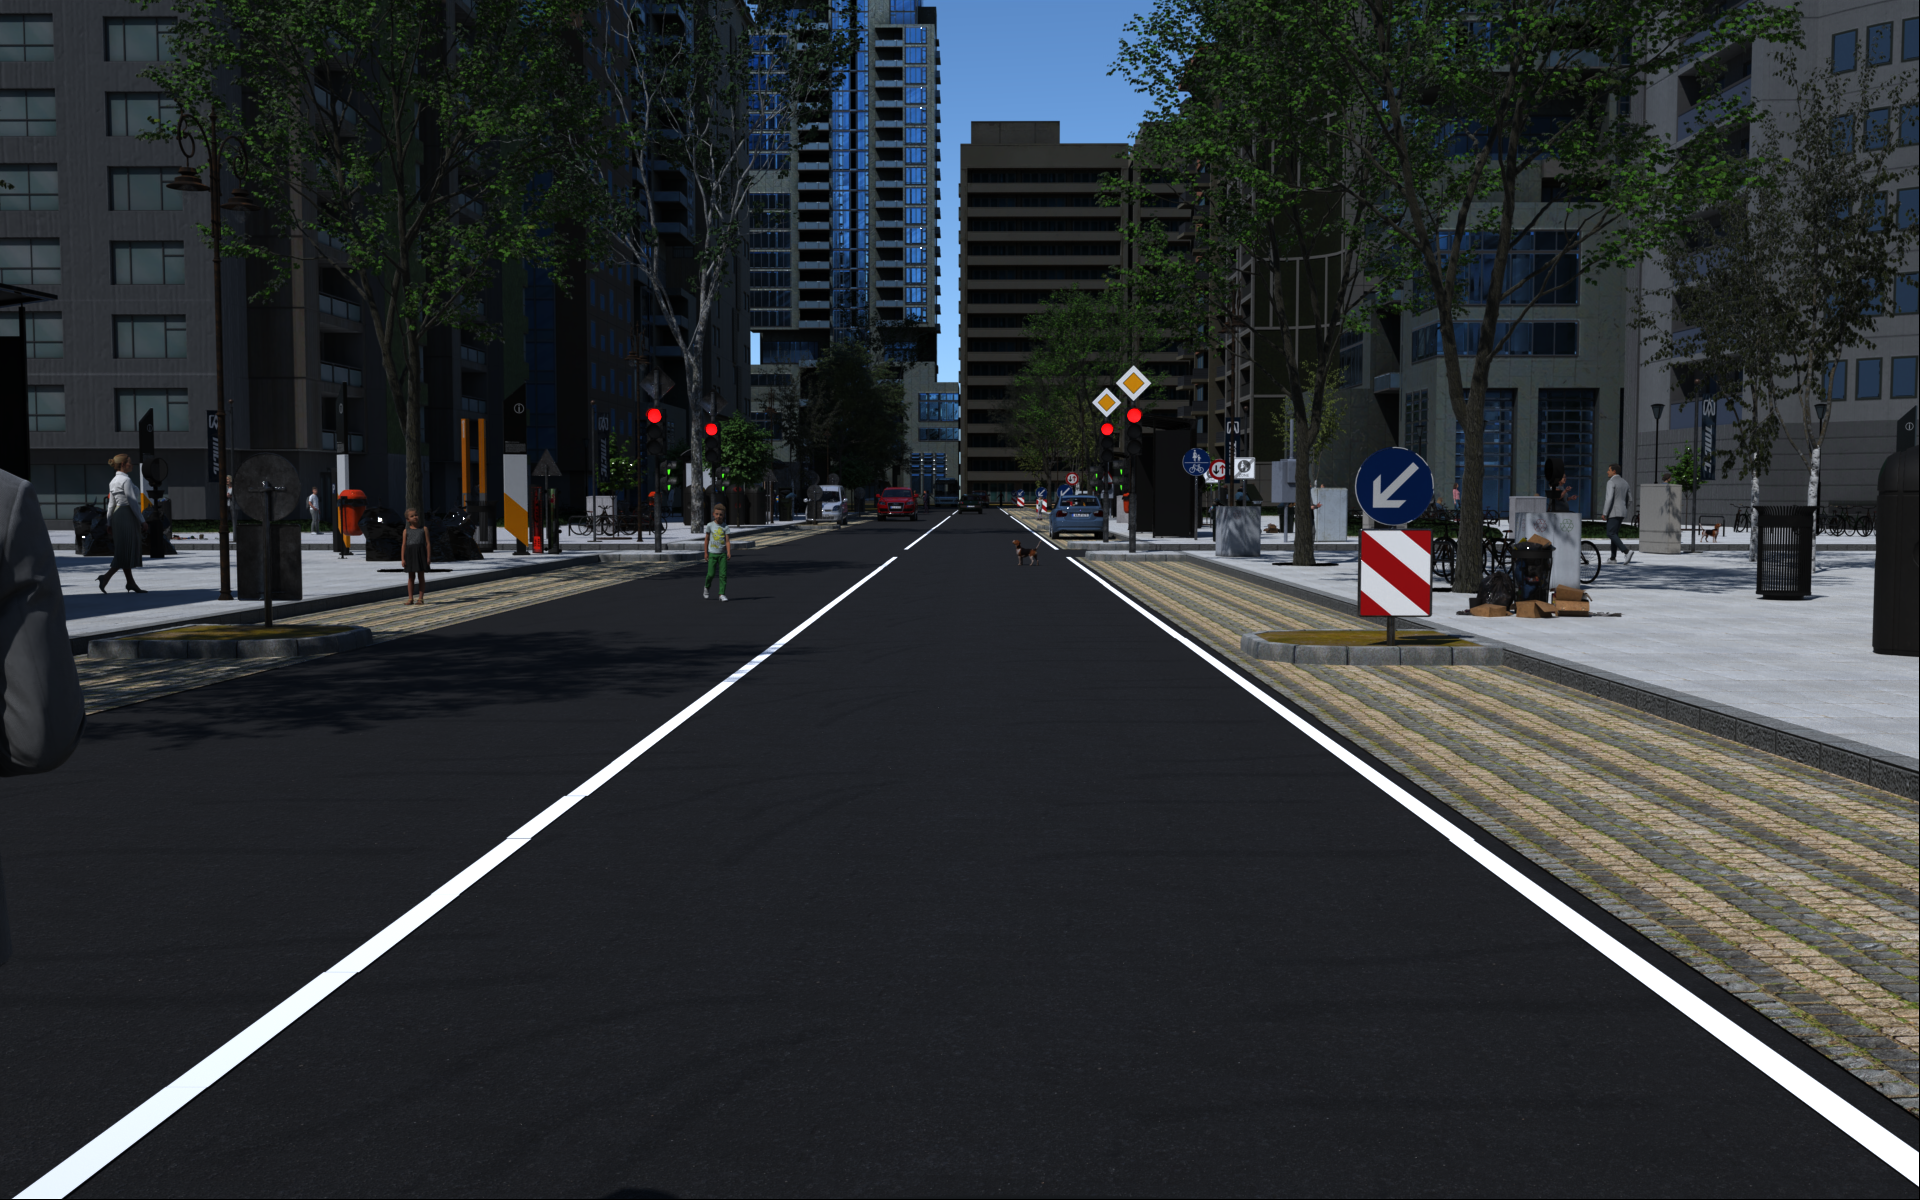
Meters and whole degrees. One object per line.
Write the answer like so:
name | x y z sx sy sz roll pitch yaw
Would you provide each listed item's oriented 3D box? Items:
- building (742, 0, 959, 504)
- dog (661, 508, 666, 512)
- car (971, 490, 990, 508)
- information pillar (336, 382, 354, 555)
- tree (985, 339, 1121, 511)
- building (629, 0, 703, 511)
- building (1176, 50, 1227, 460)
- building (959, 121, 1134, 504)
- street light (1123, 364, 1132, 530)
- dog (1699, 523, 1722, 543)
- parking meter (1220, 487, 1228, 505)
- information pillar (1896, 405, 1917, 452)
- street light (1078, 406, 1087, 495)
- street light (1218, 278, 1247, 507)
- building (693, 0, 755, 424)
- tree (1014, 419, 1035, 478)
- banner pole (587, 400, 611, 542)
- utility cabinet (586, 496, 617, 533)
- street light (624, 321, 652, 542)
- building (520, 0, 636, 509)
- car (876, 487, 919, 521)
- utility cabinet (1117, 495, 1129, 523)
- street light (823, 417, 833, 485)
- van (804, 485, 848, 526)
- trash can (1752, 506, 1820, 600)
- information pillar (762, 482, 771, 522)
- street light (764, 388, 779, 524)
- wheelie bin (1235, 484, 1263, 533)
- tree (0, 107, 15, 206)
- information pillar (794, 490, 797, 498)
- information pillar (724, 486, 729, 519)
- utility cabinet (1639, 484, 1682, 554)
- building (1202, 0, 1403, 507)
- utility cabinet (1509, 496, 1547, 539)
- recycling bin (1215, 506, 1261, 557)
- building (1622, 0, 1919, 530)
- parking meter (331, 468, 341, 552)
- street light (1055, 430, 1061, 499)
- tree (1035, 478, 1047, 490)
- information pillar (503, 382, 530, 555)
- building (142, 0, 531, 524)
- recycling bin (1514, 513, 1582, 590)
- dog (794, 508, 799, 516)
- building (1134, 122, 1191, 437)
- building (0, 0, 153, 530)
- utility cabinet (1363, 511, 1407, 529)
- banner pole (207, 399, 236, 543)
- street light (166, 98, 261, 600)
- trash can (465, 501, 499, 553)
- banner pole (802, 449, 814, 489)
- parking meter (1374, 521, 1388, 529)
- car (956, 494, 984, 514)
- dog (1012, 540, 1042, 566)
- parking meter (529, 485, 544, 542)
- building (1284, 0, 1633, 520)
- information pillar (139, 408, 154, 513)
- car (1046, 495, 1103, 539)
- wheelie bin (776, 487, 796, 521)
building | -15.619 -55.997 228.223 31.000 86.520 22.319 0 4 1
dog | -20.300 -6.217 118.485 0.406 0.507 0.540 -2 4 -26
car | 2.033 -10.582 181.694 2.281 1.827 5.304 0 4 2
information pillar | -12.932 -2.749 36.307 0.183 3.616 0.504 -3 4 -38
tree | 6.894 -13.677 133.984 12.009 13.543 11.850 0 3 0
building | -31.995 -50.295 134.996 22.319 86.520 31.000 0 4 1
building | 32.746 -31.390 167.842 22.147 44.769 28.867 0 4 1
building | 10.670 -36.975 228.238 21.600 48.544 21.300 0 4 1
street light | 6.058 -5.428 61.540 0.468 5.910 1.993 0 4 1
dog | 19.919 -1.783 45.978 0.540 0.507 0.406 1 4 21
parking meter | 9.933 -3.487 65.425 0.372 1.533 0.369 0 3 0
information pillar | 25.044 -3.333 45.857 0.183 3.616 0.504 -3 4 -36
street light | 6.417 -7.214 90.734 0.468 5.910 1.993 0 4 1
street light | 5.861 -3.942 37.238 0.468 5.910 1.993 0 4 1
building | -35.072 -35.394 167.934 27.495 52.752 28.713 0 4 1
tree | 7.211 -12.951 162.111 4.737 8.622 4.395 0 3 0
banner pole | -9.674 -3.456 46.530 0.401 3.779 0.863 2 4 31
utility cabinet | -11.981 -2.859 57.905 1.020 1.237 0.306 1 4 21
street light | -8.606 -4.502 46.401 0.468 5.910 1.993 0 4 1
building | -29.071 -28.112 109.740 14.600 45.320 14.200 0 4 1
car | -3.324 -5.138 92.686 2.281 1.827 5.304 0 4 0
utility cabinet | 7.428 -4.001 76.581 1.020 1.237 0.306 2 4 35
street light | -7.924 -8.021 103.934 0.468 5.910 1.993 0 4 1
van | -6.082 -4.415 79.204 2.013 2.044 4.112 0 4 1
trash can | 10.027 -0.575 21.060 0.748 1.137 0.748 0 3 0
information pillar | -9.026 -4.667 80.796 0.304 2.012 0.304 -2 4 -26
street light | -8.182 -6.269 75.279 0.468 5.910 1.993 0 4 1
wheelie bin | 8.950 -2.810 53.849 0.693 1.594 0.980 3 5 42
tree | -16.726 -4.648 26.359 4.360 8.622 3.978 0 3 0
information pillar | -11.637 -7.146 121.328 0.304 2.012 0.304 -3 4 -36
information pillar | -11.815 -5.083 87.598 0.304 2.012 0.304 -1 4 -20
utility cabinet | 15.071 -1.748 37.251 0.318 1.500 1.173 0 4 -8
building | 31.403 -43.032 141.825 20.563 71.187 20.611 0 4 1
utility cabinet | 15.325 -2.176 46.738 1.020 1.237 0.306 -1 4 -21
recycling bin | 5.731 -1.416 35.702 0.722 1.027 0.722 -1 4 -15
building | 44.017 -32.183 68.199 28.212 58.520 21.231 0 4 1
parking meter | -13.687 -1.990 38.248 0.255 1.863 0.399 -3 4 -36
street light | 6.765 -9.002 119.970 0.468 5.910 1.993 0 4 1
tree | 8.640 -11.625 184.669 1.663 3.219 1.824 0 3 0
information pillar | -9.279 -2.743 36.202 0.504 3.616 0.183 -2 4 -24
building | -30.806 -24.721 87.781 14.154 41.232 14.086 0 4 1
recycling bin | 7.927 -0.662 23.379 0.722 1.027 0.722 0 4 5
dog | -9.553 -5.047 99.353 0.540 0.507 0.406 -3 5 -41
building | 32.378 -36.992 228.526 21.600 48.544 21.300 0 4 1
building | -29.641 -23.372 65.722 14.154 41.232 14.086 0 4 1
utility cabinet | 11.134 -2.242 45.342 1.173 1.500 0.318 -1 4 -20
banner pole | -19.404 -3.403 45.654 0.863 3.779 0.401 -3 5 -41
street light | -8.884 -2.935 20.780 0.468 5.910 1.993 0 4 1
trash can | -10.475 -1.610 37.982 0.748 1.137 0.748 0 3 0
banner pole | -8.431 -6.532 96.809 0.863 3.779 0.401 -1 4 -15
parking meter | 8.759 -1.837 35.753 0.399 1.863 0.255 -1 4 -21
car | 0.732 -7.035 124.816 2.009 1.686 4.222 0 4 -1
dog | 1.340 -0.947 34.763 0.540 0.507 0.406 0 4 -6
parking meter | -11.284 -2.306 46.106 0.372 1.533 0.369 0 3 0
building | 32.773 -48.051 98.306 22.319 86.520 31.000 0 4 1
information pillar | -21.991 -3.397 46.902 0.183 3.616 0.504 1 4 15
car | 3.779 -2.675 55.743 2.014 1.417 4.499 0 4 1
wheelie bin | -8.228 -4.527 81.924 0.980 1.594 0.693 0 4 0
